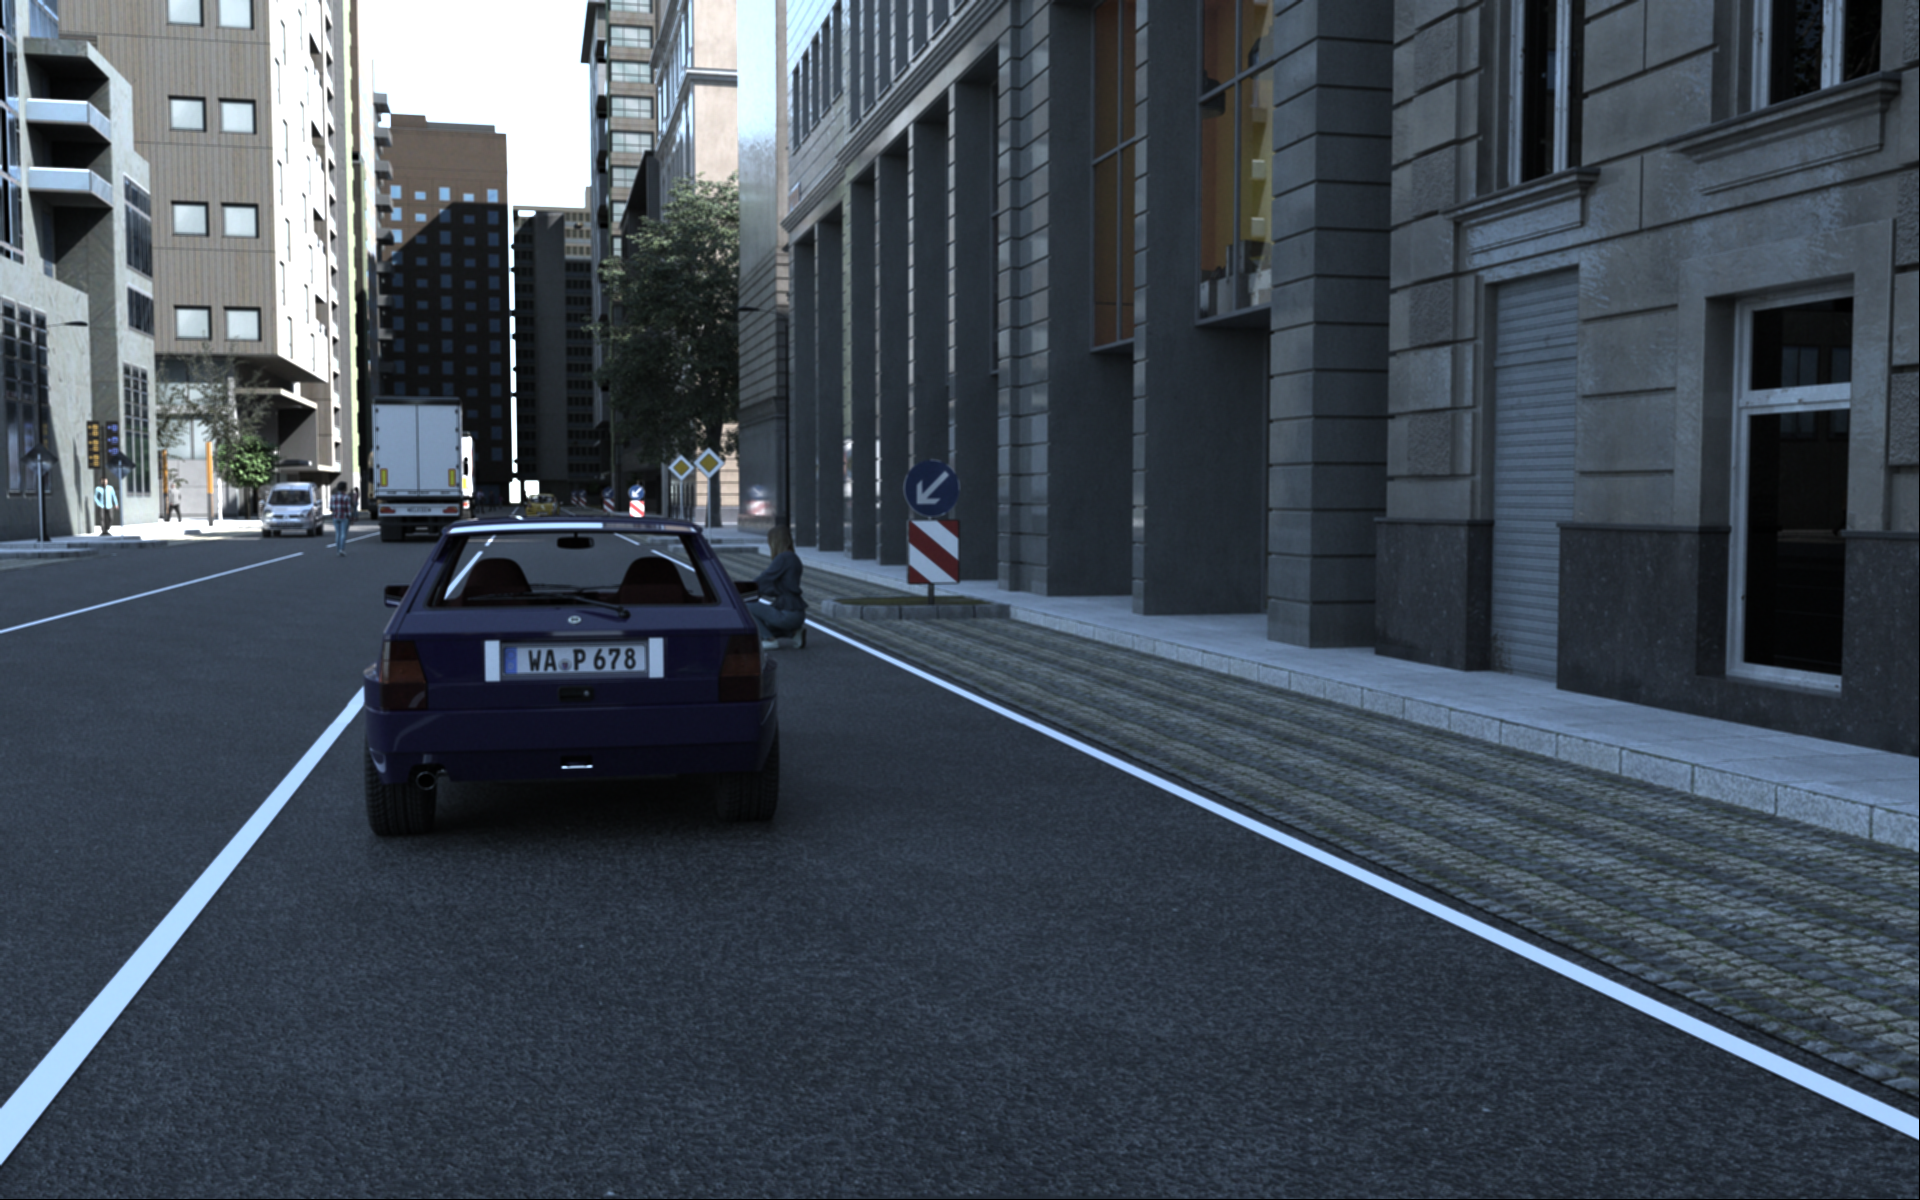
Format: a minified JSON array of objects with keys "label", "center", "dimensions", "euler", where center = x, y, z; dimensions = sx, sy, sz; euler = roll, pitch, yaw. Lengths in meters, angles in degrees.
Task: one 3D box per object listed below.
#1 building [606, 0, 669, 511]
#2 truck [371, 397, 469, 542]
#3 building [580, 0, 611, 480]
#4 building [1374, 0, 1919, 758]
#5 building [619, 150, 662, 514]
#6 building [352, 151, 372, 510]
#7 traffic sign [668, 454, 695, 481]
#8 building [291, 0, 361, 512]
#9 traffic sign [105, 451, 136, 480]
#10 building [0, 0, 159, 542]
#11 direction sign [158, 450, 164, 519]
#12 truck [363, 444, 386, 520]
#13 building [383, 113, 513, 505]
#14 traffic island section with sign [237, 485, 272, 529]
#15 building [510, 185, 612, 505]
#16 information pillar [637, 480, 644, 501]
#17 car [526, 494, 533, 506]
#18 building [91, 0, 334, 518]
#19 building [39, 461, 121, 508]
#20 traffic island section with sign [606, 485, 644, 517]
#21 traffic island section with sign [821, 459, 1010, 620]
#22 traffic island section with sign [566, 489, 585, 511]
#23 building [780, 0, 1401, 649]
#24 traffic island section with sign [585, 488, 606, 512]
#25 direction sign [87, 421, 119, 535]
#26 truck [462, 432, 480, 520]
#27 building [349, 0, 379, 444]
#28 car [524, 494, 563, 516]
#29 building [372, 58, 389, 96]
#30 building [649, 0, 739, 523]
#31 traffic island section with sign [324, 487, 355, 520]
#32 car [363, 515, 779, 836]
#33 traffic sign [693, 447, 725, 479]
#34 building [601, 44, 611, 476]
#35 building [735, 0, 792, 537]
[{"label":"building","center":[-20.226,-27.580,134.525],"dimensions":[14.154,41.232,14.086],"euler":[-1,4,-14]},{"label":"truck","center":[-17.210,-4.072,55.492],"dimensions":[2.839,4.237,11.283],"euler":[-1,4,-16]},{"label":"building","center":[-25.537,-36.530,186.509],"dimensions":[28.713,52.752,27.495],"euler":[-1,4,-14]},{"label":"building","center":[11.710,-12.561,2.637],"dimensions":[12.463,27.353,25.104],"euler":[-1,4,-14]},{"label":"building","center":[-13.837,-17.868,111.206],"dimensions":[14.314,24.678,30.058],"euler":[-1,4,-14]},{"label":"building","center":[-55.238,-22.432,138.465],"dimensions":[14.160,30.474,14.107],"euler":[-1,4,-14]},{"label":"traffic sign","center":[-8.111,-2.960,50.590],"dimensions":[0.795,2.593,0.064],"euler":[-1,4,-14]},{"label":"building","center":[-51.557,-26.966,124.483],"dimensions":[14.154,41.232,14.086],"euler":[-1,4,-14]},{"label":"traffic sign","center":[-22.765,-2.739,46.977],"dimensions":[0.795,2.593,0.064],"euler":[-1,4,-14]},{"label":"building","center":[-40.100,-45.447,55.730],"dimensions":[22.319,86.520,31.000],"euler":[-1,4,-14]},{"label":"direction sign","center":[-41.374,-5.971,89.621],"dimensions":[0.379,3.537,0.876],"euler":[-2,4,-33]},{"label":"truck","center":[-32.497,-6.799,100.077],"dimensions":[2.839,4.237,11.283],"euler":[-1,4,-13]},{"label":"building","center":[-61.375,-34.129,208.115],"dimensions":[14.200,45.320,14.600],"euler":[-1,4,-14]},{"label":"traffic island section with sign","center":[-28.426,-3.814,70.993],"dimensions":[1.989,1.847,2.006],"euler":[-1,4,-14]},{"label":"building","center":[-44.969,-32.387,221.411],"dimensions":[23.993,40.220,32.217],"euler":[-1,4,-14]},{"label":"information pillar","center":[-17.201,-5.430,93.273],"dimensions":[0.304,2.012,0.304],"euler":[-2,4,-25]},{"label":"car","center":[-41.026,-9.632,167.268],"dimensions":[2.009,1.686,4.222],"euler":[-1,4,-14]},{"label":"building","center":[-52.309,-31.248,100.138],"dimensions":[28.713,52.752,27.495],"euler":[-1,4,-14]},{"label":"building","center":[-109.646,-35.210,199.386],"dimensions":[21.600,48.544,21.300],"euler":[-1,4,-14]},{"label":"traffic island section with sign","center":[-14.158,-4.062,75.047],"dimensions":[1.989,1.847,2.006],"euler":[-1,4,-14]},{"label":"traffic island section with sign","center":[-0.604,-0.732,20.602],"dimensions":[1.989,1.847,2.006],"euler":[-1,4,-14]},{"label":"traffic island section with sign","center":[-32.862,-8.658,150.186],"dimensions":[1.989,1.847,2.006],"euler":[-1,4,-14]},{"label":"building","center":[4.572,-15.384,29.029],"dimensions":[11.434,29.767,29.804],"euler":[-1,4,-14]},{"label":"traffic island section with sign","center":[-20.677,-5.662,101.205],"dimensions":[1.989,1.847,2.006],"euler":[-1,4,-14]},{"label":"direction sign","center":[-26.577,-3.779,53.781],"dimensions":[0.876,3.537,0.379],"euler":[-2,4,-24]},{"label":"truck","center":[-24.546,-5.750,82.924],"dimensions":[2.839,4.237,11.283],"euler":[-1,4,-14]},{"label":"building","center":[-59.083,-30.697,152.004],"dimensions":[14.600,45.320,14.200],"euler":[-1,4,-14]},{"label":"car","center":[-22.001,-4.967,91.427],"dimensions":[2.015,1.641,3.980],"euler":[-1,4,-12]},{"label":"building","center":[-74.379,-34.143,177.848],"dimensions":[30.456,49.044,23.786],"euler":[-1,4,-14]},{"label":"building","center":[-7.965,-18.370,86.259],"dimensions":[13.634,28.700,20.117],"euler":[-1,4,-14]},{"label":"traffic island section with sign","center":[-35.074,-5.446,97.669],"dimensions":[1.989,1.847,2.006],"euler":[-1,4,-14]},{"label":"car","center":[-1.935,0.235,8.741],"dimensions":[1.945,1.354,3.894],"euler":[-1,4,-12]},{"label":"traffic sign","center":[-6.182,-2.486,42.841],"dimensions":[0.795,2.593,0.064],"euler":[-1,4,-14]},{"label":"building","center":[-20.531,-32.933,158.064],"dimensions":[23.786,49.044,30.456],"euler":[-1,4,-14]},{"label":"building","center":[2.137,-12.688,56.592],"dimensions":[18.267,20.994,9.793],"euler":[-1,4,-14]}]
